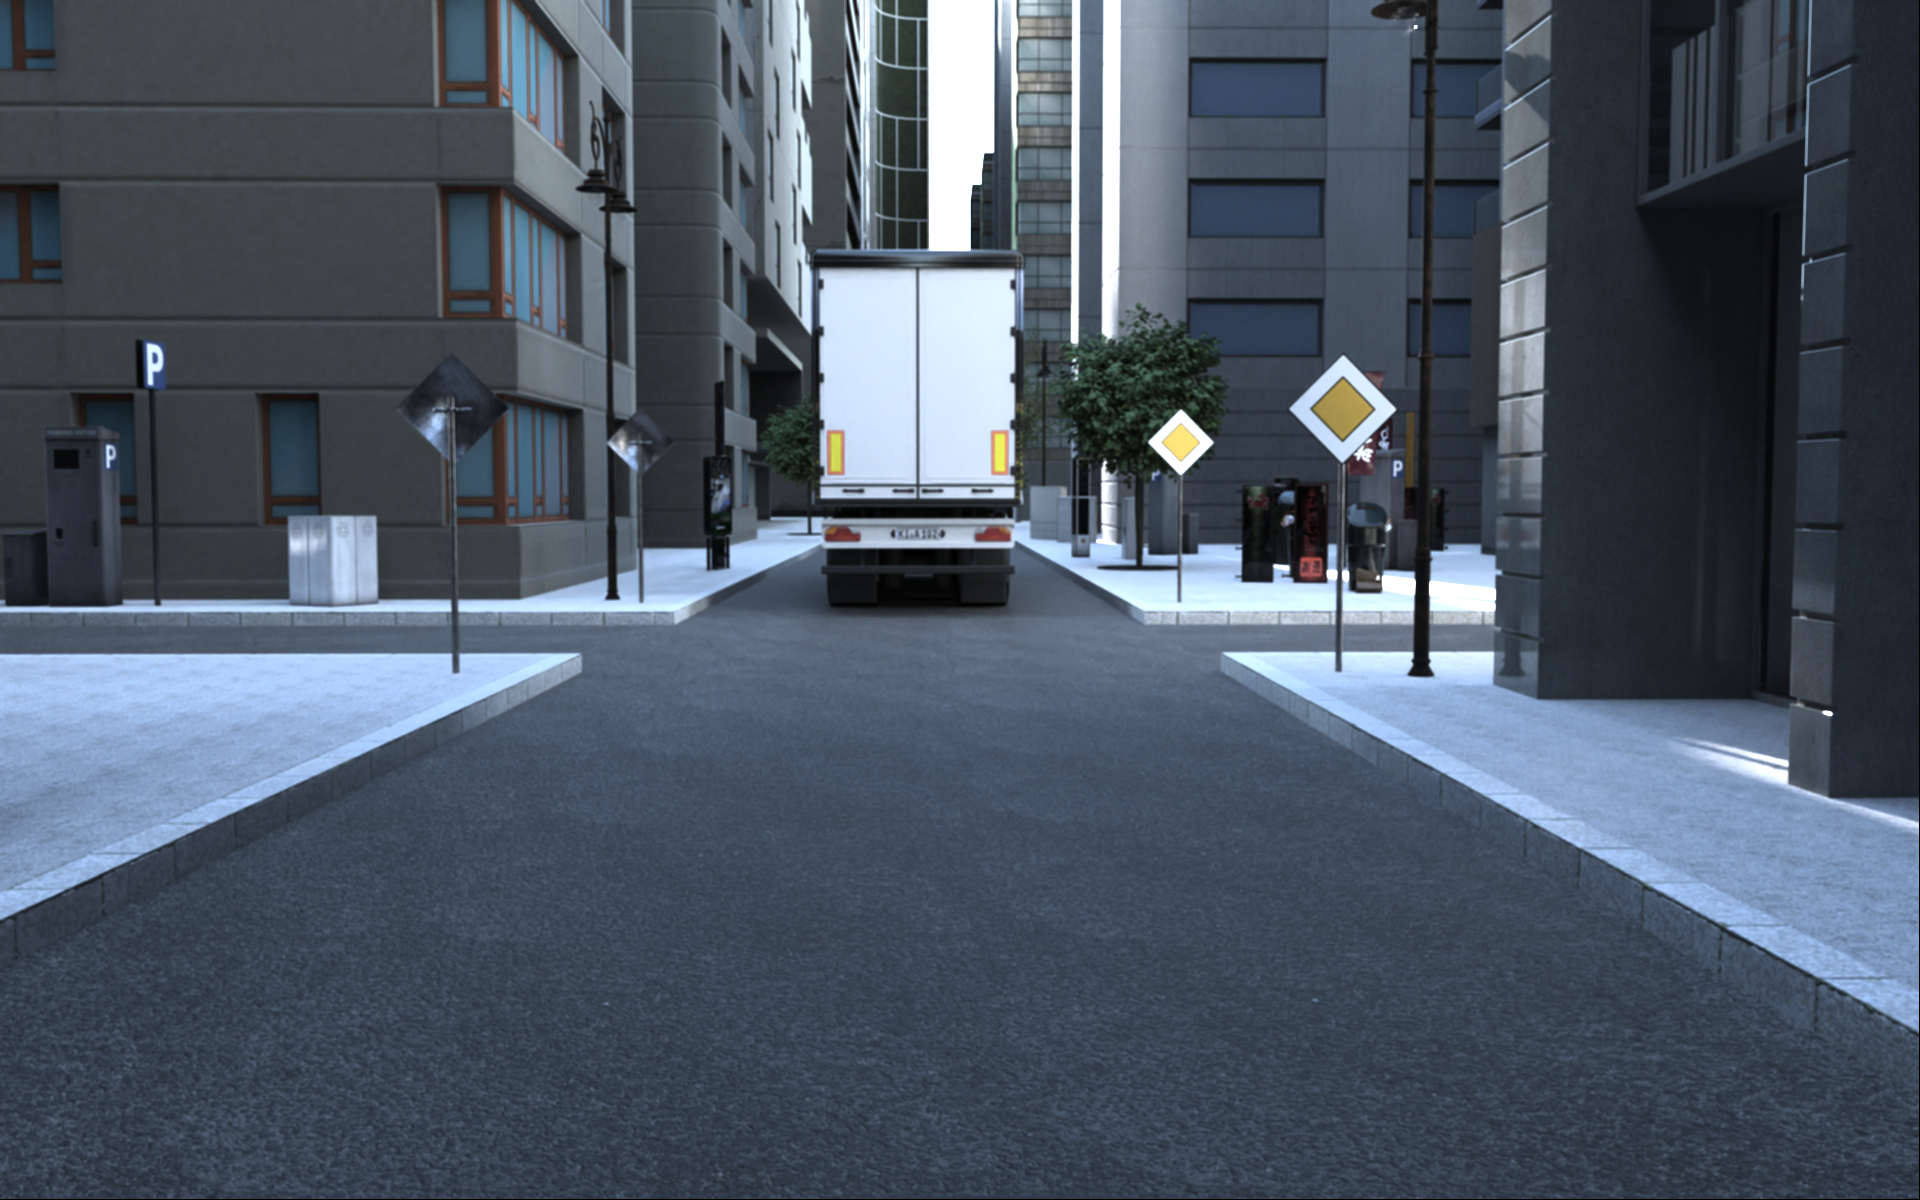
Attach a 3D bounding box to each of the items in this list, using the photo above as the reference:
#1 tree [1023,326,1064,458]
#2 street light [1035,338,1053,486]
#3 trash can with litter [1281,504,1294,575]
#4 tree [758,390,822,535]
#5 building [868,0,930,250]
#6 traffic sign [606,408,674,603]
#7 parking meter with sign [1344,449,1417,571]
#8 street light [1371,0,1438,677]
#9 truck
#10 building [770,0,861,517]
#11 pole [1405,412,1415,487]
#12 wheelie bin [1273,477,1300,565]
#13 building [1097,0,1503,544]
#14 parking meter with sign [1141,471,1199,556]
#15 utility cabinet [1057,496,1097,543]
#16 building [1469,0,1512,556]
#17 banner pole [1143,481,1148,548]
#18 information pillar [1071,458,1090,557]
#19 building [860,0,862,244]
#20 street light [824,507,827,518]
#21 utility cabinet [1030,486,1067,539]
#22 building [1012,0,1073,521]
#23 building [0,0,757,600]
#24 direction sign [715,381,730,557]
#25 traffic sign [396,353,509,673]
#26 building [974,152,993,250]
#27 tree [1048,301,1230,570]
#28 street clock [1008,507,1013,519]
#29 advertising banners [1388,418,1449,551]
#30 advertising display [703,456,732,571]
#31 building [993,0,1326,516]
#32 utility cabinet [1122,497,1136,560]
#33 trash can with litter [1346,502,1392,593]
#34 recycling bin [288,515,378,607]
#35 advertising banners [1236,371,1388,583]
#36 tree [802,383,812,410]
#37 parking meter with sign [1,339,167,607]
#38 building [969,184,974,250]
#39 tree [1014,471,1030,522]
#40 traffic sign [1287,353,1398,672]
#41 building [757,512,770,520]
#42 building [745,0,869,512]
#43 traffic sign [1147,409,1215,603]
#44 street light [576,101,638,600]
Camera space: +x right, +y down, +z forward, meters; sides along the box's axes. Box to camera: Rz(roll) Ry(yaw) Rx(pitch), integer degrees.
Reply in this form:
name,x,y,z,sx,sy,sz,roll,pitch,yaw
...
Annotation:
name,x,y,z,sx,sy,sz,roll,pitch,yaw
tree,2.415,-7.595,74.539,4.737,8.622,4.395,0,3,0
street light,2.493,-4.813,51.478,0.468,5.910,1.993,0,4,-1
trash can with litter,5.282,-0.944,26.818,0.624,1.170,1.055,1,4,10
tree,-4.680,-4.345,54.749,4.285,4.588,4.351,0,3,0
building,-13.547,-45.887,188.496,20.611,71.187,20.563,0,4,-1
traffic sign,-3.749,-1.021,20.341,0.795,2.450,0.064,0,4,-1
parking meter with sign,7.164,-2.027,29.404,0.543,3.016,1.738,-2,4,-34
street light,3.256,-2.402,12.054,0.468,5.910,1.993,0,4,-1
truck,-0.604,-2.237,25.494,2.839,4.237,11.283,0,4,-1
building,-17.126,-29.466,105.479,21.300,48.544,21.600,0,4,-1
pole,11.177,-3.012,43.088,0.158,3.312,0.155,0,3,0
wheelie bin,5.966,-1.451,31.639,0.693,1.594,0.980,-2,4,-28
building,14.256,-31.475,56.619,21.231,58.520,28.212,0,4,-1
parking meter with sign,4.368,-2.466,36.587,1.738,3.016,0.543,-3,5,-45
utility cabinet,3.097,-2.118,45.793,1.020,1.237,0.306,1,4,15
building,17.977,-23.157,28.734,14.200,45.320,14.600,0,4,-1
banner pole,4.549,-3.168,41.811,0.401,3.779,0.863,3,5,43
information pillar,2.459,-1.879,35.209,0.304,2.012,0.304,-1,4,-16
building,-14.325,-26.921,123.756,14.154,41.232,14.086,0,4,-1
street light,-4.939,-5.546,63.473,0.468,5.910,1.993,0,4,-1
utility cabinet,2.511,-2.462,48.939,0.318,1.500,1.173,-3,5,-43
building,9.575,-24.747,88.206,14.154,41.232,14.086,0,4,-1
building,-19.417,-11.594,34.594,27.650,21.520,28.899,0,4,-1
direction sign,-4.865,-2.637,35.107,0.379,3.537,0.876,-1,4,-18
traffic sign,-3.612,-0.533,12.358,0.795,2.450,0.064,0,4,-1
building,8.724,-23.092,149.261,14.160,30.474,14.107,0,4,-1
tree,3.137,-2.815,29.733,4.285,4.588,4.351,0,3,0
street clock,1.850,-3.613,63.645,0.471,2.002,0.358,-1,4,-13
advertising banners,10.277,-2.653,39.565,0.090,3.025,2.074,-3,4,-37
advertising display,-4.111,-1.481,29.421,0.123,1.923,0.974,1,4,14
building,12.918,-35.801,127.353,21.231,58.520,28.212,0,4,-1
utility cabinet,3.378,-1.416,34.307,0.306,1.237,1.020,0,4,1
trash can with litter,5.417,-0.697,22.782,0.624,1.170,1.055,0,4,7
recycling bin,-7.272,-0.461,20.098,0.722,1.027,0.722,2,4,27
advertising banners,5.030,-1.758,24.923,2.074,3.025,0.090,1,4,12
tree,-6.203,-8.492,89.203,4.360,8.622,3.978,0,3,0
parking meter with sign,-10.048,-1.441,19.828,1.738,3.016,0.543,0,4,0
building,7.856,-23.973,163.665,14.160,30.474,14.107,0,4,-1
tree,2.283,-5.132,78.506,1.663,3.219,1.824,0,3,0
traffic sign,2.732,-0.538,12.446,0.795,2.450,0.064,0,4,-1
building,-20.166,-29.390,69.762,28.713,52.752,27.495,0,4,-1
building,-21.589,-34.635,155.519,27.495,52.752,28.713,0,4,-1
traffic sign,2.594,-1.027,20.430,0.795,2.450,0.064,0,4,-1
street light,-4.232,-2.944,20.923,0.468,5.910,1.993,0,4,-1
